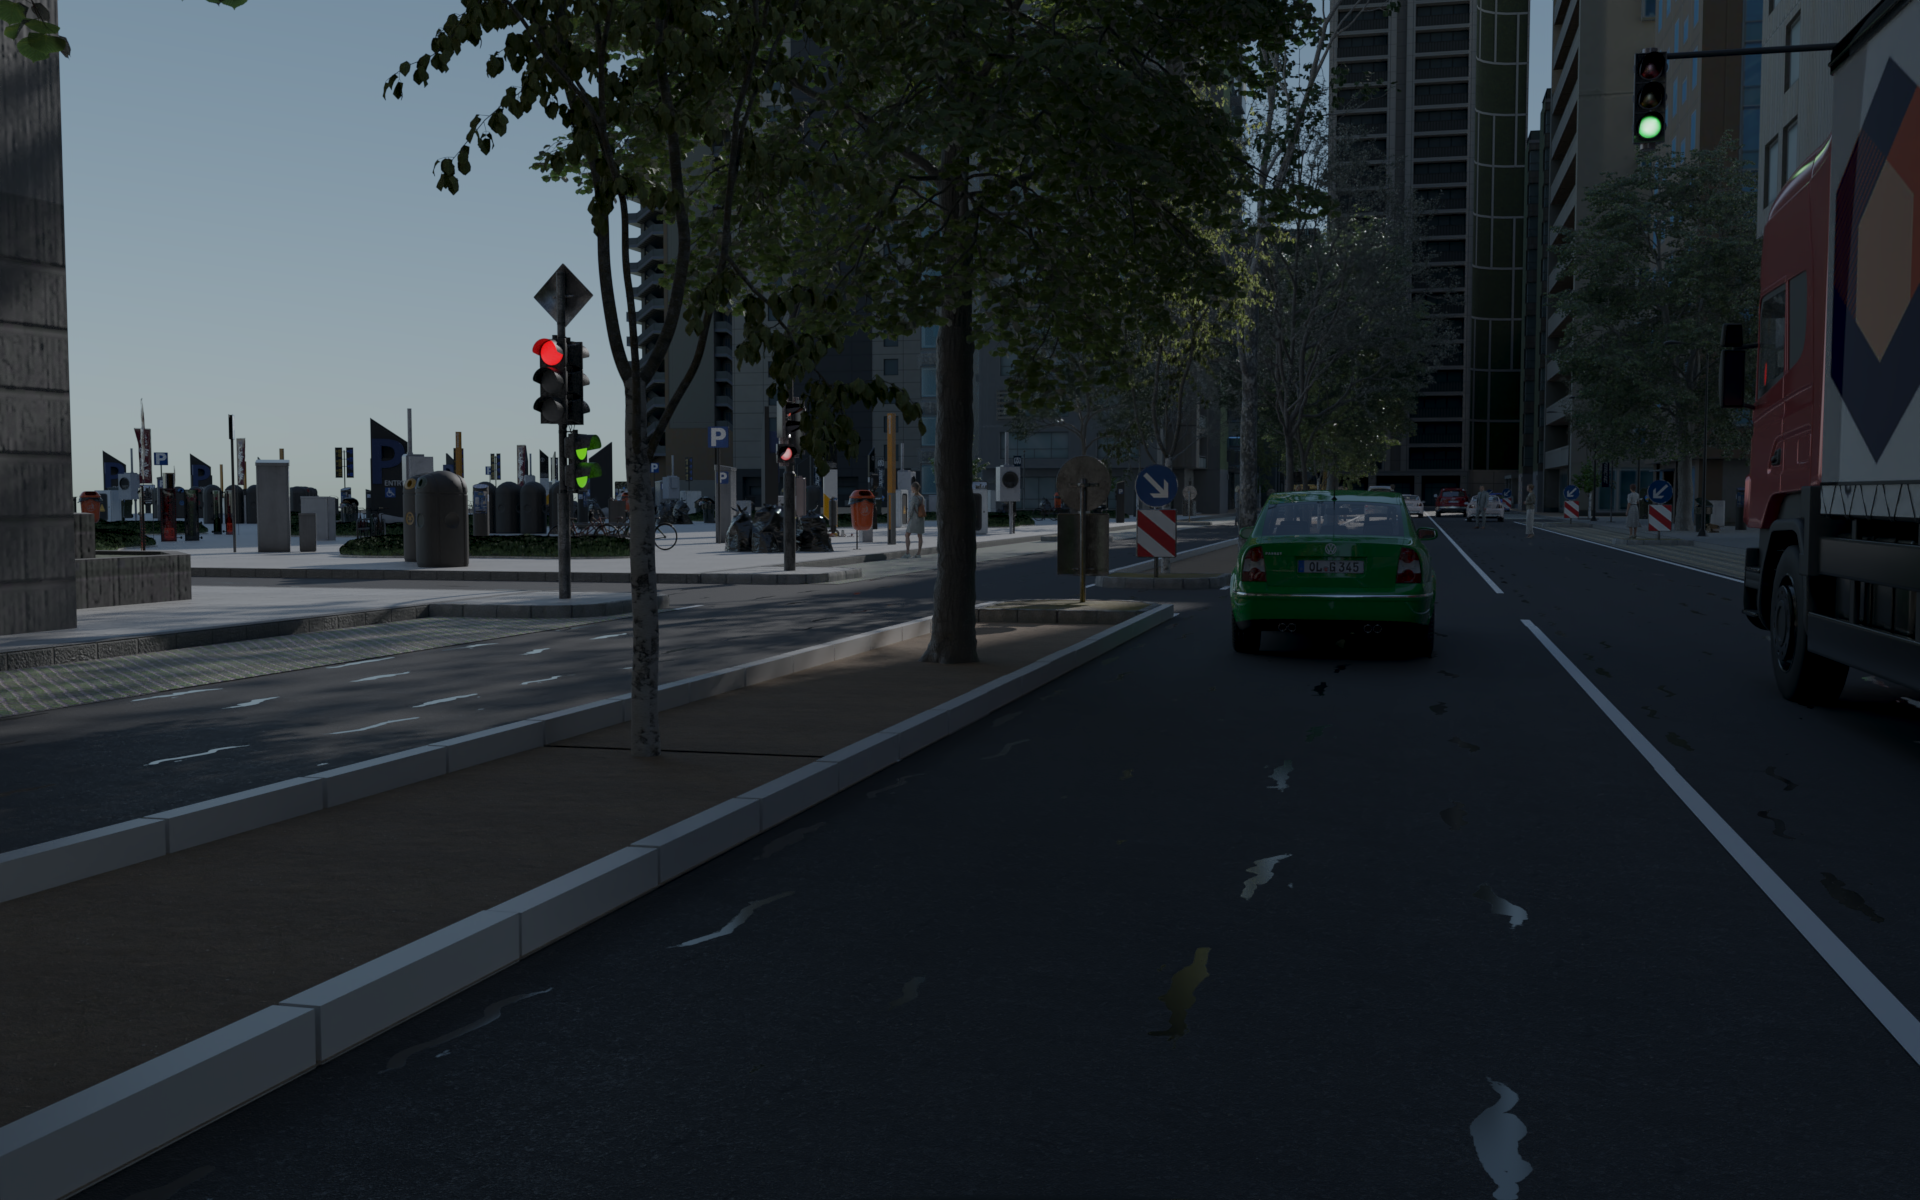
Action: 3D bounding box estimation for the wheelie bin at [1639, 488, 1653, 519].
[{"bbox_3d":[35.145,-4.953,88.887,0.693,1.594,0.980,-1,4,-11],"label":"wheelie bin"}]

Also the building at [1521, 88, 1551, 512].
[{"bbox_3d":[48.807,-21.603,124.904,14.160,30.474,14.107,1,4,14],"label":"building"}]

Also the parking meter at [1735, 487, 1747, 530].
[{"bbox_3d":[27.883,-3.265,61.796,0.372,1.533,0.369,0,3,0],"label":"parking meter"}]

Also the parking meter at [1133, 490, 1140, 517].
[{"bbox_3d":[9.939,-5.447,97.471,0.372,1.533,0.369,0,3,0],"label":"parking meter"}]

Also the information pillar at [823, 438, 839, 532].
[{"bbox_3d":[-4.370,-4.110,58.560,0.504,3.616,0.183,-1,4,-20],"label":"information pillar"}]

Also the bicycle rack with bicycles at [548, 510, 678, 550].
[{"bbox_3d":[-7.877,-1.582,39.240,2.925,0.926,2.852,-1,4,-14],"label":"bicycle rack with bicycles"}]

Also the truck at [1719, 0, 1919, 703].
[{"bbox_3d":[6.042,-1.190,8.366,2.839,4.237,11.283,1,4,14],"label":"truck"}]

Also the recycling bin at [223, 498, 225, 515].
[{"bbox_3d":[-44.723,-5.705,105.827,0.722,1.027,0.722,3,5,42],"label":"recycling bin"}]

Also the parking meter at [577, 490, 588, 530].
[{"bbox_3d":[-13.624,-3.312,62.560,0.372,1.533,0.369,0,3,0],"label":"parking meter"}]

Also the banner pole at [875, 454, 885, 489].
[{"bbox_3d":[-5.010,-7.114,106.336,0.863,3.779,0.401,1,4,17],"label":"banner pole"}]

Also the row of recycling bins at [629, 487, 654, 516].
[{"bbox_3d":[-18.130,-5.563,98.066,1.069,1.692,3.534,2,4,28],"label":"row of recycling bins"}]

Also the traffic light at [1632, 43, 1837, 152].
[{"bbox_3d":[9.207,-2.613,17.394,4.771,5.953,1.251,1,4,14],"label":"traffic light"}]

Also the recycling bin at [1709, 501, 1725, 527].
[{"bbox_3d":[29.247,-3.349,67.307,0.722,1.027,0.722,1,4,8],"label":"recycling bin"}]

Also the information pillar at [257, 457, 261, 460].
[{"bbox_3d":[-43.861,-7.176,108.682,0.504,3.616,0.183,2,4,26],"label":"information pillar"}]

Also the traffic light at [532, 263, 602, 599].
[{"bbox_3d":[-4.833,-1.971,21.141,0.839,4.253,0.868,1,4,14],"label":"traffic light"}]

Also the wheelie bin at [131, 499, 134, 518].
[{"bbox_3d":[-44.451,-5.147,92.063,0.693,1.594,0.980,2,4,24],"label":"wheelie bin"}]

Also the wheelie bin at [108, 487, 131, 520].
[{"bbox_3d":[-39.355,-4.444,80.570,0.693,1.594,0.980,2,4,28],"label":"wheelie bin"}]

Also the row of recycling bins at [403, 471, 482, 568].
[{"bbox_3d":[-9.595,-1.509,31.783,1.069,1.692,3.534,-1,4,-22],"label":"row of recycling bins"}]

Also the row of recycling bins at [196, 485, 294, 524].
[{"bbox_3d":[-30.904,-4.150,74.963,3.534,1.692,1.069,-1,4,-10],"label":"row of recycling bins"}]

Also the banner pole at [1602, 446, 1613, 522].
[{"bbox_3d":[29.377,-5.412,78.497,0.863,3.779,0.401,-2,4,-26],"label":"banner pole"}]

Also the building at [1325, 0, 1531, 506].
[{"bbox_3d":[50.943,-45.900,188.720,20.611,71.187,20.563,1,4,14],"label":"building"}]

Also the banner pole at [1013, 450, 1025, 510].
[{"bbox_3d":[3.443,-6.669,99.059,0.863,3.779,0.401,0,4,-2],"label":"banner pole"}]

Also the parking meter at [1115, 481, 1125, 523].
[{"bbox_3d":[7.090,-4.350,76.838,0.399,1.863,0.255,0,4,-5],"label":"parking meter"}]

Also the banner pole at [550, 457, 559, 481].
[{"bbox_3d":[-24.105,-6.954,103.710,0.863,3.779,0.401,0,4,-3],"label":"banner pole"}]

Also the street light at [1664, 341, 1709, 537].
[{"bbox_3d":[21.997,-4.889,52.471,1.470,5.913,1.316,1,4,14],"label":"street light"}]

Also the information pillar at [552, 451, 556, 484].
[{"bbox_3d":[-22.321,-6.357,95.288,0.183,3.616,0.504,-2,4,-31],"label":"information pillar"}]

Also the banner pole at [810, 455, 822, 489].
[{"bbox_3d":[-7.995,-6.440,95.309,0.863,3.779,0.401,1,4,15],"label":"banner pole"}]

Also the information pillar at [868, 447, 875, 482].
[{"bbox_3d":[-4.396,-5.799,86.174,0.183,3.616,0.504,2,4,33],"label":"information pillar"}]

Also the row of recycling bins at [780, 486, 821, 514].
[{"bbox_3d":[-7.808,-4.763,84.987,1.069,1.692,3.534,-2,4,-29],"label":"row of recycling bins"}]

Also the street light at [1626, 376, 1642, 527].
[{"bbox_3d":[25.684,-5.774,66.952,1.470,5.913,1.316,1,4,14],"label":"street light"}]

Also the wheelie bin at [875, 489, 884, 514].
[{"bbox_3d":[-4.809,-5.563,98.865,0.980,1.594,0.693,0,4,-5],"label":"wheelie bin"}]

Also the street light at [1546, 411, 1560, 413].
[{"bbox_3d":[33.407,-7.591,96.659,1.470,5.913,1.316,1,4,14],"label":"street light"}]

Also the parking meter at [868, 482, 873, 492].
[{"bbox_3d":[-4.299,-4.810,84.349,0.255,1.863,0.399,-2,4,-24],"label":"parking meter"}]

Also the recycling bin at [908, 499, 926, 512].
[{"bbox_3d":[-2.246,-4.802,91.068,0.722,1.027,0.722,2,4,27],"label":"recycling bin"}]

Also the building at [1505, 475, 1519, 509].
[{"bbox_3d":[66.089,-28.300,154.579,32.217,40.220,23.993,1,4,14],"label":"building"}]

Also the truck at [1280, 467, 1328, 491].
[{"bbox_3d":[24.127,-7.602,120.211,3.469,3.379,9.791,1,4,13],"label":"truck"}]

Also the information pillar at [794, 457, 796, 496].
[{"bbox_3d":[-7.887,-5.570,82.416,0.183,3.616,0.504,0,4,-2],"label":"information pillar"}]

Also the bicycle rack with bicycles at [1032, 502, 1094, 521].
[{"bbox_3d":[5.052,-4.296,83.617,2.925,0.926,2.852,0,4,8],"label":"bicycle rack with bicycles"}]

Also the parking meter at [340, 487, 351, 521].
[{"bbox_3d":[-22.266,-3.328,62.830,0.372,1.533,0.369,0,3,0],"label":"parking meter"}]

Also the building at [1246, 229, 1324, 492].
[{"bbox_3d":[32.907,-25.652,191.106,14.107,30.474,14.160,1,4,14],"label":"building"}]

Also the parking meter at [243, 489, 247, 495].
[{"bbox_3d":[-33.928,-4.498,81.958,0.372,1.533,0.369,0,3,0],"label":"parking meter"}]

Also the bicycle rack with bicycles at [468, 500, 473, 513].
[{"bbox_3d":[-29.876,-5.473,102.862,2.852,0.926,2.925,2,4,30],"label":"bicycle rack with bicycles"}]

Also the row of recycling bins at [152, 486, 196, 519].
[{"bbox_3d":[-41.016,-5.185,91.879,1.069,1.692,3.534,3,5,43],"label":"row of recycling bins"}]

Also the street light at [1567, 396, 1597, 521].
[{"bbox_3d":[29.580,-6.708,82.214,1.470,5.913,1.316,1,4,14],"label":"street light"}]

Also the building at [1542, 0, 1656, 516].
[{"bbox_3d":[48.112,-29.493,105.919,21.300,48.544,21.600,1,4,14],"label":"building"}]

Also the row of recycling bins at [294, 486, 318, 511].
[{"bbox_3d":[-38.666,-5.780,101.622,1.069,1.692,3.534,0,3,0],"label":"row of recycling bins"}]

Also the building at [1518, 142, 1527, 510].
[{"bbox_3d":[52.258,-22.453,138.803,14.160,30.474,14.107,1,4,14],"label":"building"}]

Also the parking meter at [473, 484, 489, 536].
[{"bbox_3d":[-11.544,-2.039,41.747,0.372,1.533,0.369,0,3,0],"label":"parking meter"}]

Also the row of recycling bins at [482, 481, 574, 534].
[{"bbox_3d":[-14.154,-2.995,56.087,3.534,1.692,1.069,1,4,14],"label":"row of recycling bins"}]

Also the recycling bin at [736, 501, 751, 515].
[{"bbox_3d":[-8.489,-3.306,66.604,0.722,1.027,0.722,-2,4,-30],"label":"recycling bin"}]

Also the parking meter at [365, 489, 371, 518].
[{"bbox_3d":[-29.004,-4.690,85.091,0.372,1.533,0.369,0,3,0],"label":"parking meter"}]

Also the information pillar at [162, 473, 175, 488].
[{"bbox_3d":[-27.163,-3.364,59.489,0.304,2.012,0.304,-3,5,-42],"label":"information pillar"}]

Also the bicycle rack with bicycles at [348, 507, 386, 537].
[{"bbox_3d":[-15.386,-2.055,46.984,2.852,0.926,2.925,0,4,-3],"label":"bicycle rack with bicycles"}]

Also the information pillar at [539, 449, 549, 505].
[{"bbox_3d":[-21.610,-6.033,89.992,0.504,3.616,0.183,-2,4,-26],"label":"information pillar"}]
